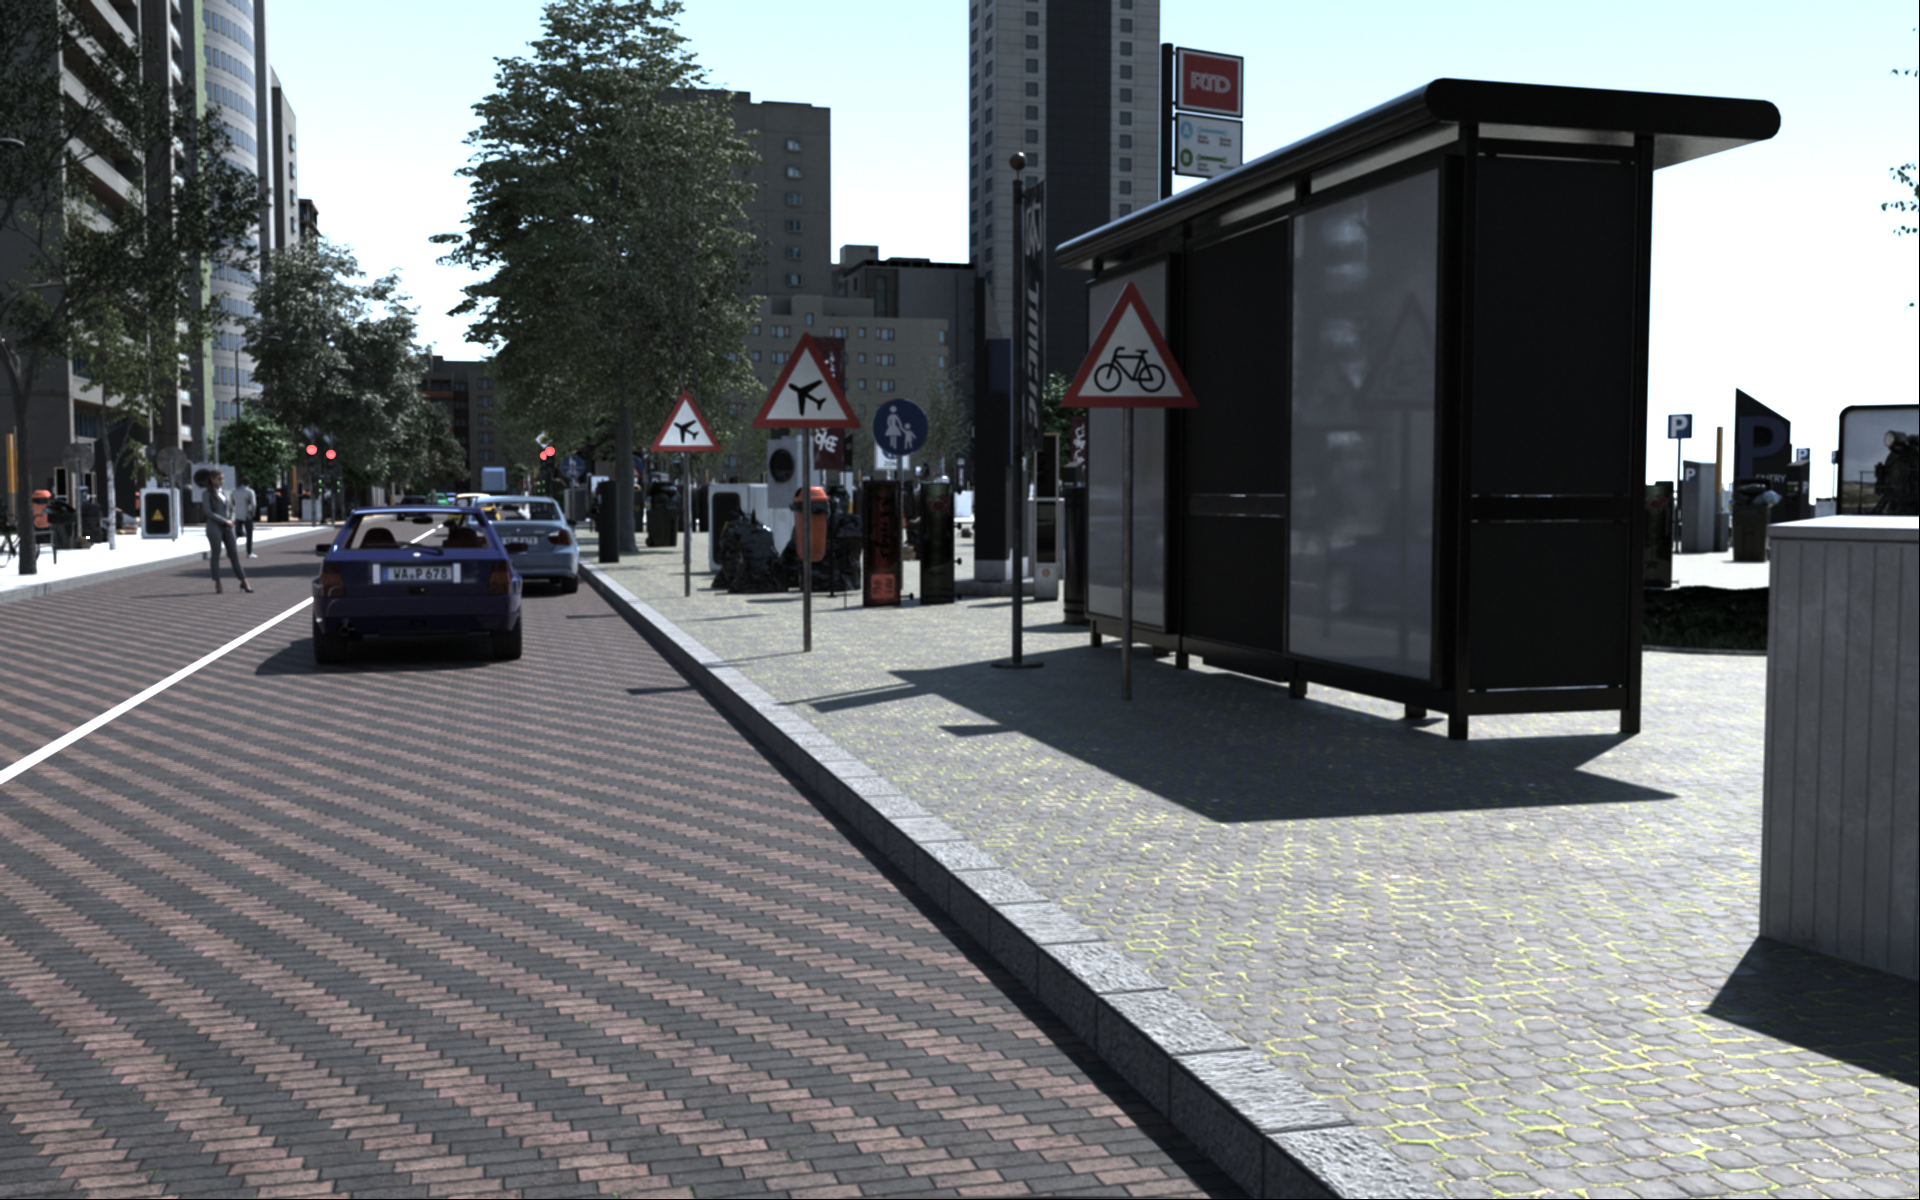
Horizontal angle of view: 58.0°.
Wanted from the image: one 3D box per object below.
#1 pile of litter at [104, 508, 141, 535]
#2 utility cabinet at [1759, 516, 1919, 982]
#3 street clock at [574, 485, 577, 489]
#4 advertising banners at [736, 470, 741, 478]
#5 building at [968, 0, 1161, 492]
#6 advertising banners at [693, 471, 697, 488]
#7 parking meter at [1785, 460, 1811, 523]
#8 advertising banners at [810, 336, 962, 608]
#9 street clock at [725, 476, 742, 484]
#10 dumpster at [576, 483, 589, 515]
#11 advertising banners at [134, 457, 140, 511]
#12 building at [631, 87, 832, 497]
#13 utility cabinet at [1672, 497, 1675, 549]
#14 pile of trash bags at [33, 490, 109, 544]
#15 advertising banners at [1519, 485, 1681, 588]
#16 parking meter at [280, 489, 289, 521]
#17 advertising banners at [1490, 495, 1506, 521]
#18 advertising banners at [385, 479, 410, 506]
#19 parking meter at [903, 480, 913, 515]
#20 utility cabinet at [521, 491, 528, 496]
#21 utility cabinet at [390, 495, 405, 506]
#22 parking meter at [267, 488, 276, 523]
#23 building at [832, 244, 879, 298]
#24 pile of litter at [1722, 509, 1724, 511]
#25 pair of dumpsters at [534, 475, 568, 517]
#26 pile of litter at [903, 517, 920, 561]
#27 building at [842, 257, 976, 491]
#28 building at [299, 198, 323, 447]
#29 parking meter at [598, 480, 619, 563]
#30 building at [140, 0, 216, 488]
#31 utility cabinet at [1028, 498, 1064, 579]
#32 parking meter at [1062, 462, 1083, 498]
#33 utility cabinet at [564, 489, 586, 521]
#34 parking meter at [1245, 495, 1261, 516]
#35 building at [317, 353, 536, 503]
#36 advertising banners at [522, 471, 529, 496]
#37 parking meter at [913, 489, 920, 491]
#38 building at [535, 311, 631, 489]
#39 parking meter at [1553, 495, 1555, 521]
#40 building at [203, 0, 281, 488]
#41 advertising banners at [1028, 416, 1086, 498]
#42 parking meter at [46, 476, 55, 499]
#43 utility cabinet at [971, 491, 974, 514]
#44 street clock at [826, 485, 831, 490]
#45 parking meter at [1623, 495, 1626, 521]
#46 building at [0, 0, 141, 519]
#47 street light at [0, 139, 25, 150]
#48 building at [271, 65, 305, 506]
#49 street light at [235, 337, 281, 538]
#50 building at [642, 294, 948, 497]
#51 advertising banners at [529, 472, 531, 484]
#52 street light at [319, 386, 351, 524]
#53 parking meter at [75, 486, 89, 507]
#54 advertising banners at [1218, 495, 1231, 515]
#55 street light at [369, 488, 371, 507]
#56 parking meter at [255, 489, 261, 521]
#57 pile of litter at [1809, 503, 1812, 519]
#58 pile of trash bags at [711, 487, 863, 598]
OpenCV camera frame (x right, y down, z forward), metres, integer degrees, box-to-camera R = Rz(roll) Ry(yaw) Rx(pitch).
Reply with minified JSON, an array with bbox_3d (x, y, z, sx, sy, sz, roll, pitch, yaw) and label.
[{"bbox_3d":[-26.464,-2.482,54.549,1.719,0.858,1.176,-2,4,-29],"label":"pile of litter"},{"bbox_3d":[2.636,0.402,4.587,0.306,1.237,1.020,-2,4,-23],"label":"utility cabinet"},{"bbox_3d":[-31.511,-8.398,141.870,0.358,2.002,0.471,-2,4,-35],"label":"street clock"},{"bbox_3d":[-16.734,-8.023,127.365,0.090,3.025,2.074,-3,5,-44],"label":"advertising banners"},{"bbox_3d":[11.384,-47.477,214.505,20.611,71.187,20.563,-1,4,-15],"label":"building"},{"bbox_3d":[-20.795,-8.393,133.407,0.090,3.025,2.074,2,4,24],"label":"advertising banners"},{"bbox_3d":[14.245,-1.454,29.482,0.399,1.863,0.255,-3,4,-37],"label":"parking meter"},{"bbox_3d":[-0.867,-1.440,19.728,2.074,3.025,0.090,-2,4,-33],"label":"advertising banners"},{"bbox_3d":[-8.850,-3.898,68.297,0.358,2.002,0.471,3,4,36],"label":"street clock"},{"bbox_3d":[-19.163,-5.109,89.295,1.264,1.857,1.865,-1,4,-15],"label":"dumpster"},{"bbox_3d":[-37.043,-5.080,79.249,2.074,3.025,0.090,0,4,-1],"label":"advertising banners"},{"bbox_3d":[-27.315,-35.541,204.789,21.300,48.544,21.600,-1,4,-15],"label":"building"},{"bbox_3d":[16.678,-1.839,41.237,0.306,1.237,1.020,0,4,3],"label":"utility cabinet"},{"bbox_3d":[-23.136,-2.128,44.541,1.912,1.369,3.447,-1,4,-12],"label":"pile of trash bags"},{"bbox_3d":[8.875,-1.702,24.011,2.074,3.025,0.090,2,4,24],"label":"advertising banners"},{"bbox_3d":[-31.726,-4.460,81.329,0.372,1.533,0.369,0,3,0],"label":"parking meter"},{"bbox_3d":[9.620,-2.154,31.403,2.074,3.025,0.090,1,4,10],"label":"advertising banners"},{"bbox_3d":[-46.867,-9.073,144.528,2.074,3.025,0.090,-1,4,-19],"label":"advertising banners"},{"bbox_3d":[-2.158,-4.065,72.169,0.255,1.863,0.399,-3,5,-43],"label":"parking meter"},{"bbox_3d":[-36.128,-8.283,144.111,0.318,1.500,1.173,0,4,8],"label":"utility cabinet"},{"bbox_3d":[-41.686,-7.173,128.432,1.020,1.237,0.306,-1,4,-19],"label":"utility cabinet"},{"bbox_3d":[-30.452,-4.171,76.599,0.372,1.533,0.369,0,3,0],"label":"parking meter"},{"bbox_3d":[-15.530,-35.518,272.595,23.993,40.220,32.217,-1,4,-15],"label":"building"},{"bbox_3d":[27.639,-3.039,63.650,1.176,0.858,1.719,-2,4,-27],"label":"pile of litter"},{"bbox_3d":[-20.626,-5.194,87.415,1.574,2.255,4.437,-1,4,-15],"label":"pair of dumpsters"},{"bbox_3d":[-1.059,-1.223,33.955,1.176,0.858,1.719,-1,4,-10],"label":"pile of litter"},{"bbox_3d":[-6.505,-27.141,215.459,14.107,30.474,14.160,-1,4,-15],"label":"building"},{"bbox_3d":[-105.312,-36.035,243.792,28.867,44.769,22.147,-1,4,-15],"label":"building"},{"bbox_3d":[-6.576,-1.468,32.408,0.372,1.533,0.369,0,3,0],"label":"parking meter"},{"bbox_3d":[-61.119,-26.772,121.319,14.154,41.232,14.086,-1,4,-15],"label":"building"},{"bbox_3d":[1.255,-0.932,26.405,1.020,1.237,0.306,3,5,43],"label":"utility cabinet"},{"bbox_3d":[2.030,-1.563,31.266,0.255,1.863,0.399,2,4,28],"label":"parking meter"},{"bbox_3d":[-17.948,-4.411,80.792,0.318,1.500,1.173,2,4,27],"label":"utility cabinet"},{"bbox_3d":[6.660,-2.056,39.330,0.255,1.863,0.399,-1,4,-16],"label":"parking meter"},{"bbox_3d":[-77.590,-25.044,254.504,28.899,21.520,27.650,-1,4,-15],"label":"building"},{"bbox_3d":[-33.454,-8.362,132.906,0.090,3.025,2.074,-1,4,-9],"label":"advertising banners"},{"bbox_3d":[-2.102,-4.616,83.874,0.372,1.533,0.369,0,3,0],"label":"parking meter"},{"bbox_3d":[-54.921,-29.418,252.686,14.107,30.474,14.160,-1,4,-15],"label":"building"},{"bbox_3d":[24.073,-3.912,69.679,0.255,1.863,0.399,-2,4,-27],"label":"parking meter"},{"bbox_3d":[-73.953,-37.436,154.078,21.231,58.520,28.212,-1,4,-15],"label":"building"},{"bbox_3d":[2.013,-2.623,39.078,2.074,3.025,0.090,2,4,28],"label":"advertising banners"},{"bbox_3d":[-26.999,-2.810,51.649,0.399,1.863,0.255,-3,5,-40],"label":"parking meter"},{"bbox_3d":[0.363,-6.298,111.650,1.173,1.500,0.318,0,4,0],"label":"utility cabinet"},{"bbox_3d":[-10.892,-8.530,144.031,0.471,2.002,0.358,2,4,25],"label":"street clock"},{"bbox_3d":[15.891,-2.006,41.211,0.372,1.533,0.369,0,3,0],"label":"parking meter"},{"bbox_3d":[-56.387,-28.559,90.634,21.300,48.544,21.600,-1,4,-15],"label":"building"},{"bbox_3d":[-12.931,-3.067,22.683,1.470,5.913,1.316,-1,4,-15],"label":"street light"},{"bbox_3d":[-84.349,-34.588,189.221,21.600,48.544,21.300,-1,4,-15],"label":"building"},{"bbox_3d":[-20.745,-4.811,51.195,1.470,5.913,1.316,-1,4,-15],"label":"street light"},{"bbox_3d":[-18.266,-20.605,181.929,27.650,21.520,28.899,-1,4,-15],"label":"building"},{"bbox_3d":[-33.385,-8.557,136.094,0.090,3.025,2.074,2,4,24],"label":"advertising banners"},{"bbox_3d":[-26.838,-6.232,74.439,1.470,5.913,1.316,-1,4,-15],"label":"street light"},{"bbox_3d":[-27.034,-2.749,53.363,0.372,1.533,0.369,0,3,0],"label":"parking meter"},{"bbox_3d":[9.020,-4.136,63.818,2.074,3.025,0.090,0,4,2],"label":"advertising banners"},{"bbox_3d":[-34.711,-8.006,103.446,1.470,5.913,1.316,-1,4,-15],"label":"street light"},{"bbox_3d":[-33.586,-4.540,82.634,0.372,1.533,0.369,0,3,0],"label":"parking meter"},{"bbox_3d":[39.745,-4.074,80.581,1.176,0.858,1.719,0,4,-6],"label":"pile of litter"},{"bbox_3d":[-2.174,-0.797,22.780,1.912,1.369,3.447,-1,4,-15],"label":"pile of trash bags"}]
